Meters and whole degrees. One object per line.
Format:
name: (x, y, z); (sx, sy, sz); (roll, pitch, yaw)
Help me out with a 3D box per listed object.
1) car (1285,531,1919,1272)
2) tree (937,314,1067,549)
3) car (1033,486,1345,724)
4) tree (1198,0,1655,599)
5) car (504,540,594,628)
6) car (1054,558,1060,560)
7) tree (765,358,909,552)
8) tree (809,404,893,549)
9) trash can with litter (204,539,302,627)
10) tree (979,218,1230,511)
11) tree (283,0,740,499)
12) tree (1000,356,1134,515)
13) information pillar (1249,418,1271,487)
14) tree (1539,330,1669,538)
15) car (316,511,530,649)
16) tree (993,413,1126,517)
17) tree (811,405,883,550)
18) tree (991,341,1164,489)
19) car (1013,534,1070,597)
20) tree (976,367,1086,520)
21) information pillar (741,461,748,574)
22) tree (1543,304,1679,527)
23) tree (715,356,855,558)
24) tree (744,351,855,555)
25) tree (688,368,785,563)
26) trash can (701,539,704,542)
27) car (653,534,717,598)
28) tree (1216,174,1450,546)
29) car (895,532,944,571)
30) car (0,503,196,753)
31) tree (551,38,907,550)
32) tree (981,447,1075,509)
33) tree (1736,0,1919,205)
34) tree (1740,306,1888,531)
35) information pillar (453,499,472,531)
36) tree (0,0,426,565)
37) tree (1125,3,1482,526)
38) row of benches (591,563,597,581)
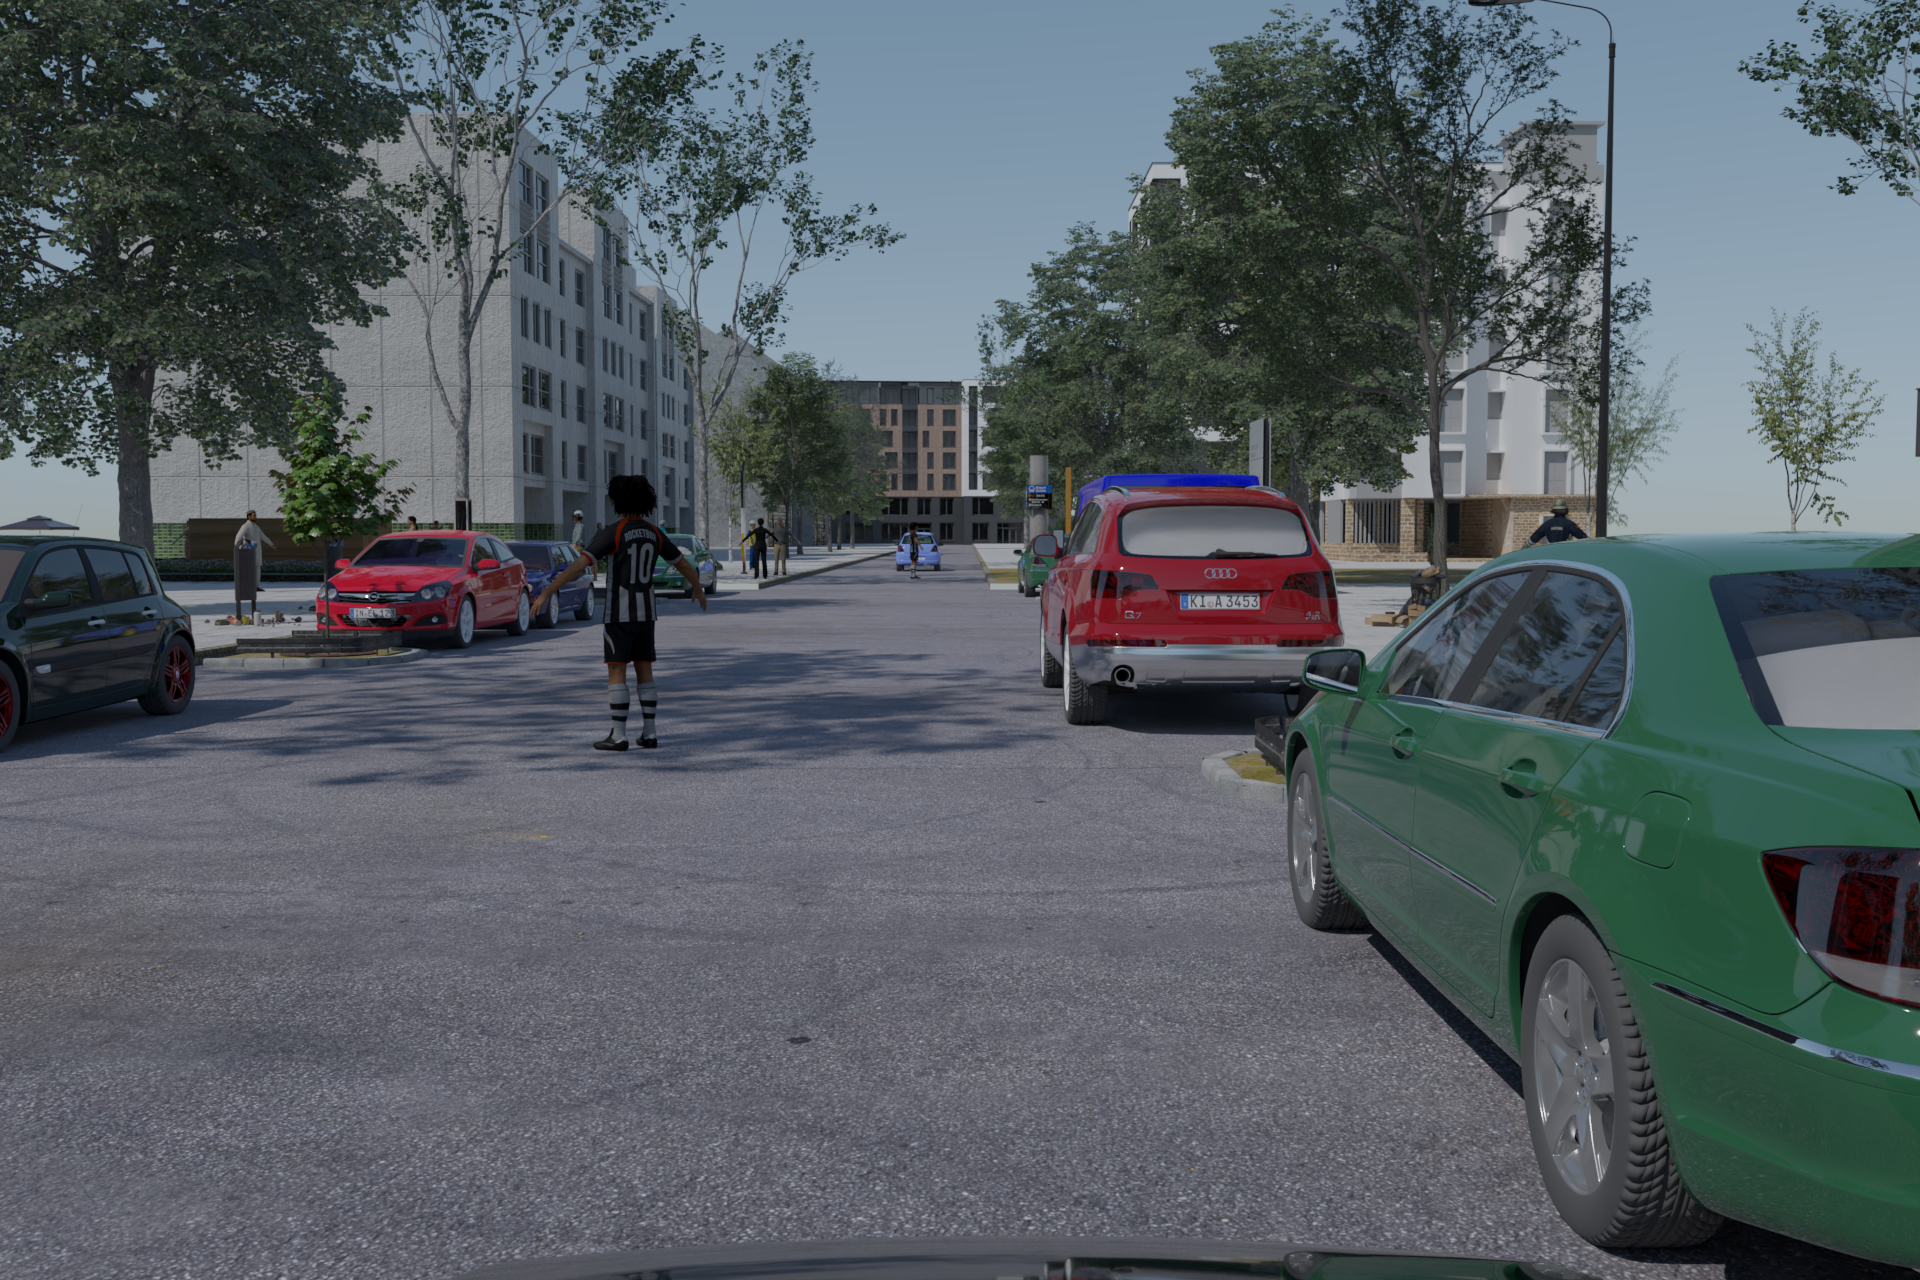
car: (2.152, 0.421, 4.907); (2.131, 1.459, 4.920); (0, 3, 0)
tree: (4.408, -18.016, 150.446); (12.611, 20.169, 13.585); (0, 3, 0)
car: (1.784, -0.361, 14.583); (2.281, 1.827, 5.304); (0, 4, -1)
tree: (7.711, -5.755, 28.506); (7.601, 10.594, 8.767); (2, 4, 25)
car: (-7.000, -0.913, 27.515); (1.945, 1.354, 3.894); (0, 4, 0)
car: (2.638, -1.274, 30.416); (1.945, 1.707, 3.694); (0, 4, -1)
tree: (-9.175, -12.878, 120.924); (12.009, 13.543, 11.850); (0, 3, 0)
tree: (-9.848, -14.266, 151.380); (7.486, 12.596, 7.792); (0, 3, 0)
trash can with litter: (-10.042, -0.853, 25.009); (1.678, 1.210, 2.233); (0, 4, 1)
tree: (5.946, -9.897, 68.465); (9.857, 13.997, 8.962); (0, 3, 0)
tree: (-12.171, -11.590, 45.383); (12.611, 20.169, 13.585); (0, 3, 0)
tree: (6.021, -10.464, 96.848); (9.928, 11.665, 9.643); (0, 3, 0)
information pillar: (6.200, -2.725, 35.876); (0.184, 3.620, 1.656); (0, 4, 0)
tree: (22.775, -6.891, 63.032); (4.360, 8.622, 3.978); (0, 3, 0)
car: (-7.038, -0.853, 22.982); (2.155, 1.783, 4.494); (0, 4, 1)
tree: (6.147, -10.573, 107.281); (8.767, 10.594, 7.601); (0, 4, 4)
tree: (-9.836, -13.141, 140.604); (9.928, 11.665, 9.643); (0, 3, 0)
tree: (5.598, -8.859, 79.256); (8.767, 10.594, 7.601); (0, 4, -2)
car: (2.343, -1.767, 40.696); (2.131, 1.459, 4.920); (0, 4, -1)
tree: (5.325, -13.226, 122.900); (9.857, 13.997, 8.962); (0, 3, 0)
information pillar: (-6.926, -3.916, 55.381); (0.183, 3.616, 0.504); (0, 4, 1)
tree: (20.626, -6.471, 56.158); (4.360, 8.622, 3.978); (0, 3, 0)
tree: (-9.366, -9.614, 91.594); (8.767, 10.594, 7.601); (1, 4, 21)
tree: (-10.443, -11.620, 108.115); (7.486, 12.596, 7.792); (0, 3, 0)
tree: (-9.987, -7.743, 76.965); (4.737, 8.622, 4.395); (0, 3, 0)
trash can: (-7.850, -2.391, 50.749); (0.748, 1.137, 0.748); (0, 3, 0)
car: (-6.765, -1.729, 40.062); (2.131, 1.459, 4.920); (0, 4, 0)
tree: (11.266, -8.247, 52.958); (7.486, 12.596, 7.792); (0, 3, 0)
car: (-1.606, -3.552, 67.667); (1.945, 1.707, 3.694); (0, 4, 0)
car: (-7.060, -0.158, 12.374); (2.009, 1.686, 4.222); (0, 4, 1)
tree: (-8.484, -12.822, 65.524); (12.611, 20.169, 13.585); (0, 3, 0)
tree: (6.134, -12.225, 134.286); (8.767, 10.594, 7.601); (-1, 4, -16)
tree: (25.875, -11.598, 45.520); (12.611, 20.169, 13.585); (0, 3, 0)
tree: (27.002, -6.437, 55.604); (4.737, 8.622, 4.395); (0, 3, 0)
information pillar: (-10.437, -1.952, 36.411); (0.304, 2.012, 0.304); (0, 4, 1)
tree: (-13.201, -7.367, 27.104); (9.857, 13.997, 8.962); (0, 3, 0)
tree: (8.454, -8.305, 42.435); (9.857, 13.997, 8.962); (0, 3, 0)
row of benches: (-11.436, -1.858, 45.841); (1.422, 0.672, 4.104); (3, 5, 39)
